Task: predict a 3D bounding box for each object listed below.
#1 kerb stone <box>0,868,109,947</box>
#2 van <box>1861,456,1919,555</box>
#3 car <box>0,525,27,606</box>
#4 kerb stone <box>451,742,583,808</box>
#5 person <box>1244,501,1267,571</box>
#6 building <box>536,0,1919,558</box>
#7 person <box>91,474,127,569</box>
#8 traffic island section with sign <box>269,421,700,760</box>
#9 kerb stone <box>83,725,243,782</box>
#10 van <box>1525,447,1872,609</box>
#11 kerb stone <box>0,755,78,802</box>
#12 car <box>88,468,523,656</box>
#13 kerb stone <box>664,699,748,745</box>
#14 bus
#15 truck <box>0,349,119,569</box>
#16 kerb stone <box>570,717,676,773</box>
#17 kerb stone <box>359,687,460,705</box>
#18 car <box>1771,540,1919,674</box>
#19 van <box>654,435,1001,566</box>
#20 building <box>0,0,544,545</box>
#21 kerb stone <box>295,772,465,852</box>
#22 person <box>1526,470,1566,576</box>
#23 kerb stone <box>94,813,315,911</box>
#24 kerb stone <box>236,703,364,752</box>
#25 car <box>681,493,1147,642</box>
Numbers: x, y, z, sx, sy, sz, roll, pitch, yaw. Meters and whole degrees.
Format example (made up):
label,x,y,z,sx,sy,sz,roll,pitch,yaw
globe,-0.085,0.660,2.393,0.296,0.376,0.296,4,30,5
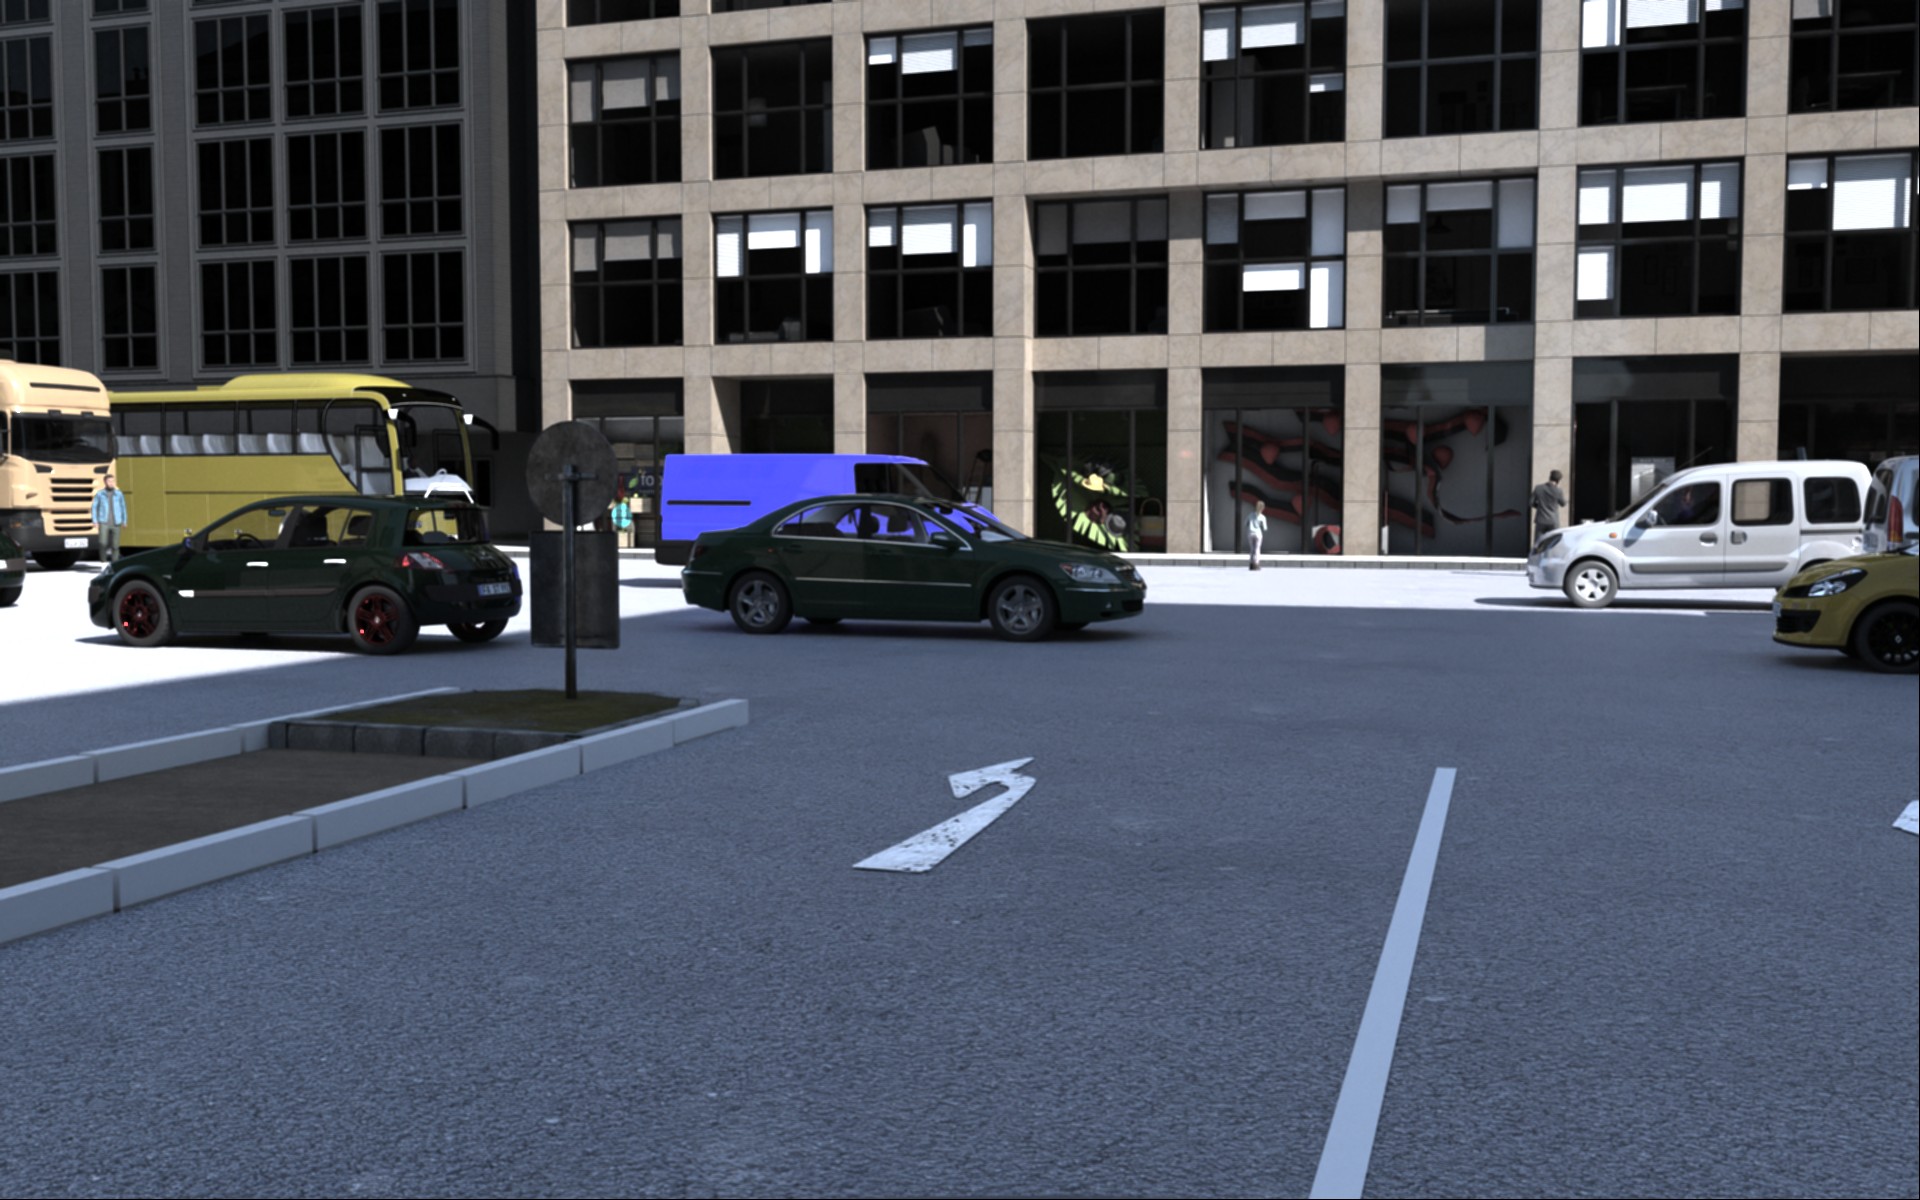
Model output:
label,x,y,z,sx,sy,sz,roll,pitch,yaw
kerb stone,-3.104,1.024,5.461,0.120,0.150,1.000,1,4,18
van,11.912,-0.701,18.471,4.112,2.044,2.013,1,4,17
car,-13.854,-0.742,21.923,4.222,1.686,2.009,1,4,20
kerb stone,-2.152,0.844,8.392,0.120,0.150,1.000,1,4,18
person,5.555,-1.208,32.529,0.425,1.301,0.394,1,4,18
building,9.270,-14.657,44.153,34.151,26.468,19.350,1,4,18
person,-15.239,-1.357,31.038,0.601,1.785,0.444,-2,4,-34
traffic island section with sign,-2.625,-0.132,10.300,2.006,1.907,1.989,1,4,18
kerb stone,-4.156,0.806,9.042,0.120,0.150,1.000,1,4,18
van,9.333,-0.913,21.946,4.112,2.044,2.013,1,4,16
kerb stone,-4.471,0.872,8.059,0.120,0.150,1.000,1,4,18
car,-6.229,-0.412,16.517,4.222,1.686,2.009,1,4,17
kerb stone,-1.530,0.725,10.347,0.120,0.150,1.000,1,4,18
bus,-15.831,-2.763,36.729,12.252,3.916,2.896,1,4,19
truck,-20.936,-2.720,33.381,11.283,4.237,2.839,1,4,19
kerb stone,-1.836,0.785,9.368,0.120,0.150,1.000,1,4,18
kerb stone,-3.521,0.684,11.015,0.120,0.150,1.000,1,4,18
car,8.831,-0.239,14.131,3.980,1.641,2.015,1,4,18
van,-1.880,-1.341,26.302,5.245,2.365,2.240,1,4,16
building,-19.176,-15.727,50.640,24.014,27.812,14.314,1,4,18
kerb stone,-2.473,0.904,7.418,0.120,0.150,1.000,1,4,18
person,10.217,-1.339,30.194,0.655,1.846,0.447,2,4,27
kerb stone,-2.790,0.966,6.442,0.120,0.150,1.000,1,4,18
kerb stone,-3.840,0.744,10.036,0.120,0.150,1.000,1,4,18
car,-0.488,-0.380,18.019,4.920,1.459,2.131,1,4,20
